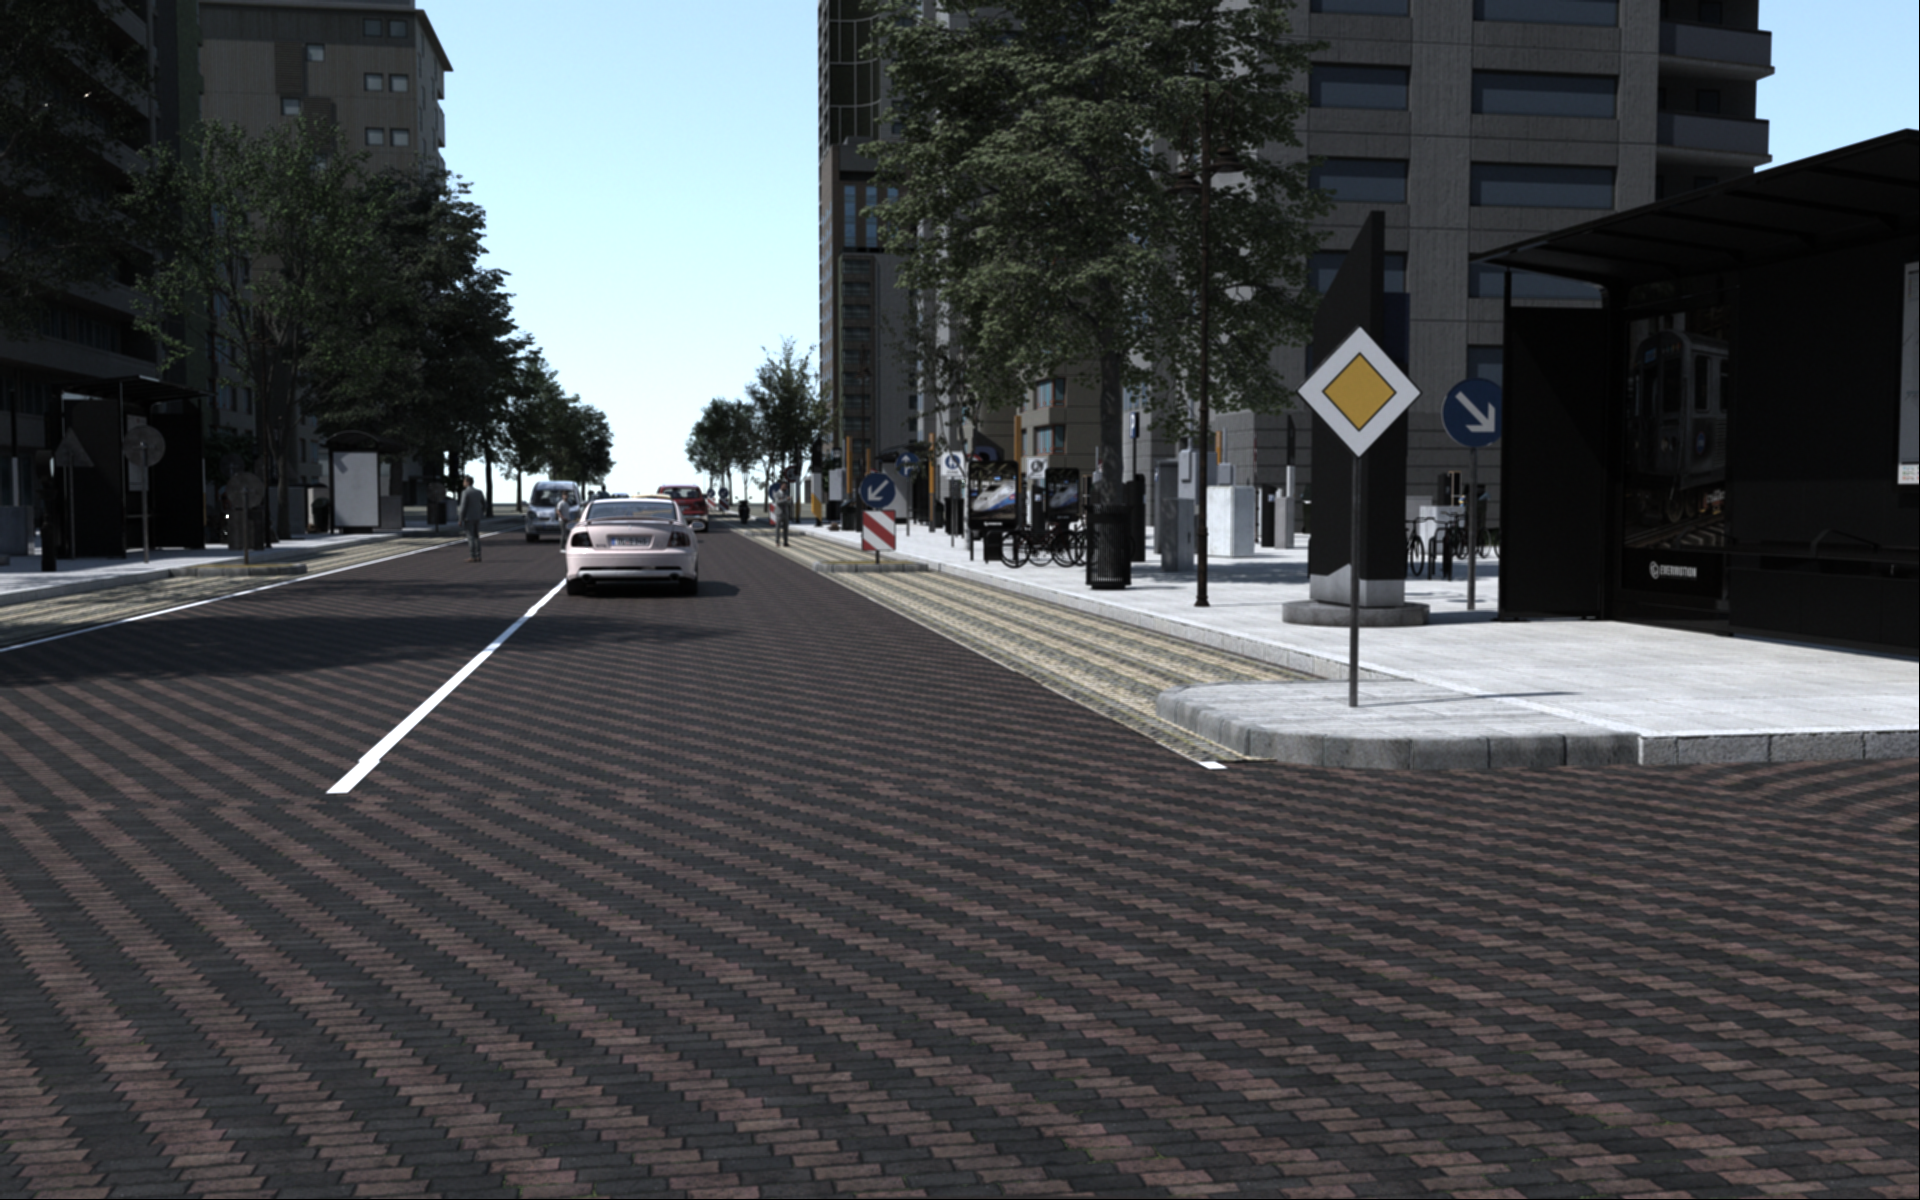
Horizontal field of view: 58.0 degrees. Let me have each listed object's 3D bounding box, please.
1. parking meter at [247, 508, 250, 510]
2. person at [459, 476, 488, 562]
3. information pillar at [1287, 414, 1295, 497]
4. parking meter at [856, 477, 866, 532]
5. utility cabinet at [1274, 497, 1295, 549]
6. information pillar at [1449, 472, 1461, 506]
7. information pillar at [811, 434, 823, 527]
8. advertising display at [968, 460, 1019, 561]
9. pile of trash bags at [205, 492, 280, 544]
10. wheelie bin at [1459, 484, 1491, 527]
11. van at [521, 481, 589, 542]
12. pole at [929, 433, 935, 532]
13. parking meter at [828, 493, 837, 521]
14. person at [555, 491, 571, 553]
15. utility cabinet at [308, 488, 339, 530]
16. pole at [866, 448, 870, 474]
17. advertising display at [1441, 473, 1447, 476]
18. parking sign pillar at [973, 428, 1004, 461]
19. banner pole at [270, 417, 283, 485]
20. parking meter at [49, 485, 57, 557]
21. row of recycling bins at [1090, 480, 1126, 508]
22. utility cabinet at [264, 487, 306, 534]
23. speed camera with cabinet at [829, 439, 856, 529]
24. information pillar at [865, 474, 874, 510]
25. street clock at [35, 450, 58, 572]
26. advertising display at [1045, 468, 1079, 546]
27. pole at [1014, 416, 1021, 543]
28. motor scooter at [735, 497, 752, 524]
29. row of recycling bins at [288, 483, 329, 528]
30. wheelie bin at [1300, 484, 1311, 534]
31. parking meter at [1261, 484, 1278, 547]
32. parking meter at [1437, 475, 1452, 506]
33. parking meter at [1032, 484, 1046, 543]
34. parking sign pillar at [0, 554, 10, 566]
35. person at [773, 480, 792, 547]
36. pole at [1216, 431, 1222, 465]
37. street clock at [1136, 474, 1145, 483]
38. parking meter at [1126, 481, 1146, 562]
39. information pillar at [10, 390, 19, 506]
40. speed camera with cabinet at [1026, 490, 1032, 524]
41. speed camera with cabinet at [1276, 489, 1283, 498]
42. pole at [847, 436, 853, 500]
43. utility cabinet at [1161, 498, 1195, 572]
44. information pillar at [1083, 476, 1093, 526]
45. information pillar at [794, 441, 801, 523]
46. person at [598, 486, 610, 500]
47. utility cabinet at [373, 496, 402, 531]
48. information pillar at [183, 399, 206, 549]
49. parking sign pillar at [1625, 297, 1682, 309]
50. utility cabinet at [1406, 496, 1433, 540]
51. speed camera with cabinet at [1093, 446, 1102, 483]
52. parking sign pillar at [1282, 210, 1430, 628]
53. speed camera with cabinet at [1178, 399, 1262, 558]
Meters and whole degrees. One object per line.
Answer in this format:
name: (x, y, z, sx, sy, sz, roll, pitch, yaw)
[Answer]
parking meter: (-27.885, -3.618, 67.567, 0.372, 1.533, 0.369, 0, 3, 0)
person: (-10.298, -1.711, 36.569, 0.391, 1.810, 0.635, 2, 4, 24)
information pillar: (9.709, -3.639, 50.852, 0.183, 3.616, 0.504, 2, 4, 30)
parking meter: (-3.327, -3.234, 58.590, 0.399, 1.863, 0.255, 0, 4, 0)
utility cabinet: (7.640, -1.813, 40.809, 0.306, 1.237, 1.020, 1, 4, 21)
information pillar: (16.184, -3.192, 56.685, 0.304, 2.012, 0.304, -1, 4, -11)
information pillar: (-5.611, -4.681, 67.892, 0.183, 3.616, 0.504, 3, 5, 40)
advertising display: (0.642, -1.716, 33.277, 0.974, 1.923, 0.123, 1, 4, 16)
pile of trash bags: (-19.494, -2.166, 45.173, 3.447, 1.369, 1.912, 1, 4, 21)
wheelie bin: (16.199, -2.844, 54.405, 0.980, 1.594, 0.693, 0, 3, 0)
van: (-12.393, -2.818, 53.088, 2.013, 2.044, 4.112, -1, 4, -11)
pole: (-0.936, -3.932, 58.136, 0.158, 3.312, 0.155, 0, 3, 0)
parking meter: (-6.175, -4.777, 83.814, 0.399, 1.863, 0.255, 2, 4, 33)
person: (-9.597, -1.899, 42.147, 0.523, 1.515, 0.503, -1, 4, -13)
utility cabinet: (-22.500, -3.219, 61.313, 0.318, 1.500, 1.173, 2, 4, 31)
pole: (-4.083, -5.098, 77.203, 0.158, 3.312, 0.155, 0, 3, 0)
advertising display: (14.968, -2.961, 53.632, 0.123, 1.923, 0.974, 1, 4, 12)
parking sign pillar: (1.111, -5.011, 70.398, 1.447, 3.967, 1.447, 1, 4, 21)
banner pole: (-21.997, -4.027, 55.863, 0.401, 3.779, 0.863, 1, 4, 12)
parking meter: (-18.420, -1.820, 35.471, 0.399, 1.863, 0.255, 1, 4, 20)
row of recycling bins: (4.343, -2.636, 50.218, 1.069, 1.692, 3.534, 1, 4, 9)
utility cabinet: (-21.450, -2.835, 55.028, 1.173, 1.500, 0.318, 0, 4, -1)
speed camera with cabinet: (-4.045, -4.209, 63.159, 0.660, 3.252, 2.038, 2, 4, 25)
information pillar: (-3.276, -3.521, 62.063, 0.304, 2.012, 0.304, -1, 4, -20)
street clock: (-15.130, -1.476, 28.705, 0.358, 2.002, 0.471, -1, 4, -17)
advertising display: (2.506, -2.281, 42.515, 0.974, 1.923, 0.123, -2, 4, -34)
pole: (1.505, -3.135, 45.104, 0.158, 3.312, 0.155, 0, 3, 0)
motor scooter: (-10.419, -4.327, 83.517, 0.815, 1.314, 1.986, -1, 4, -11)
row of recycling bins: (-24.890, -3.585, 65.730, 1.069, 1.692, 3.534, -3, 5, -42)
wheelie bin: (11.402, -2.925, 55.734, 0.980, 1.594, 0.693, 3, 4, 37)
parking meter: (7.479, -2.046, 41.863, 0.372, 1.533, 0.369, 0, 3, 0)
parking meter: (14.579, -2.839, 52.134, 0.399, 1.863, 0.255, -3, 5, -39)
parking meter: (2.061, -2.252, 45.224, 0.372, 1.533, 0.369, 0, 3, 0)
parking sign pillar: (-17.835, -2.595, 30.901, 1.447, 3.967, 1.447, 0, 4, 0)
person: (-4.753, -2.326, 46.709, 0.466, 1.800, 0.511, 3, 5, 44)
pole: (8.409, -3.823, 56.349, 0.158, 3.312, 0.155, 0, 3, 0)
street clock: (6.361, -3.482, 61.500, 0.358, 2.002, 0.471, -1, 4, -22)
parking meter: (3.318, -1.487, 32.716, 0.372, 1.533, 0.369, 0, 3, 0)
information pillar: (-21.463, -2.936, 39.352, 0.183, 3.616, 0.504, -2, 4, -26)
speed camera with cabinet: (2.309, -4.976, 75.685, 2.038, 3.252, 0.660, 2, 4, 27)
speed camera with cabinet: (8.612, -3.516, 51.816, 2.038, 3.252, 0.660, 0, 4, 8)
pole: (-3.901, -4.125, 61.292, 0.158, 3.312, 0.155, 0, 3, 0)
utility cabinet: (3.651, -1.088, 28.951, 0.306, 1.237, 1.020, 2, 4, 23)
information pillar: (5.080, -3.941, 68.924, 0.304, 2.012, 0.304, -1, 4, -20)
information pillar: (-7.144, -5.193, 76.254, 0.183, 3.616, 0.504, 1, 4, 13)
person: (-16.327, -4.344, 79.538, 0.620, 1.820, 0.660, 3, 5, 39)
utility cabinet: (-20.289, -3.063, 61.248, 1.020, 1.237, 0.306, -2, 4, -35)
information pillar: (-17.936, -3.009, 40.556, 0.504, 3.616, 0.183, 1, 4, 11)
parking sign pillar: (7.782, -1.909, 19.681, 1.447, 3.967, 1.447, -1, 4, -17)
utility cabinet: (12.641, -2.274, 48.343, 1.020, 1.237, 0.306, -1, 4, -11)
speed camera with cabinet: (6.003, -4.698, 71.148, 0.660, 3.252, 2.038, -1, 4, -11)
parking sign pillar: (3.959, -1.759, 17.227, 1.447, 3.967, 1.447, -1, 4, -13)
speed camera with cabinet: (5.252, -2.518, 35.502, 0.660, 3.252, 2.038, -2, 4, -25)
